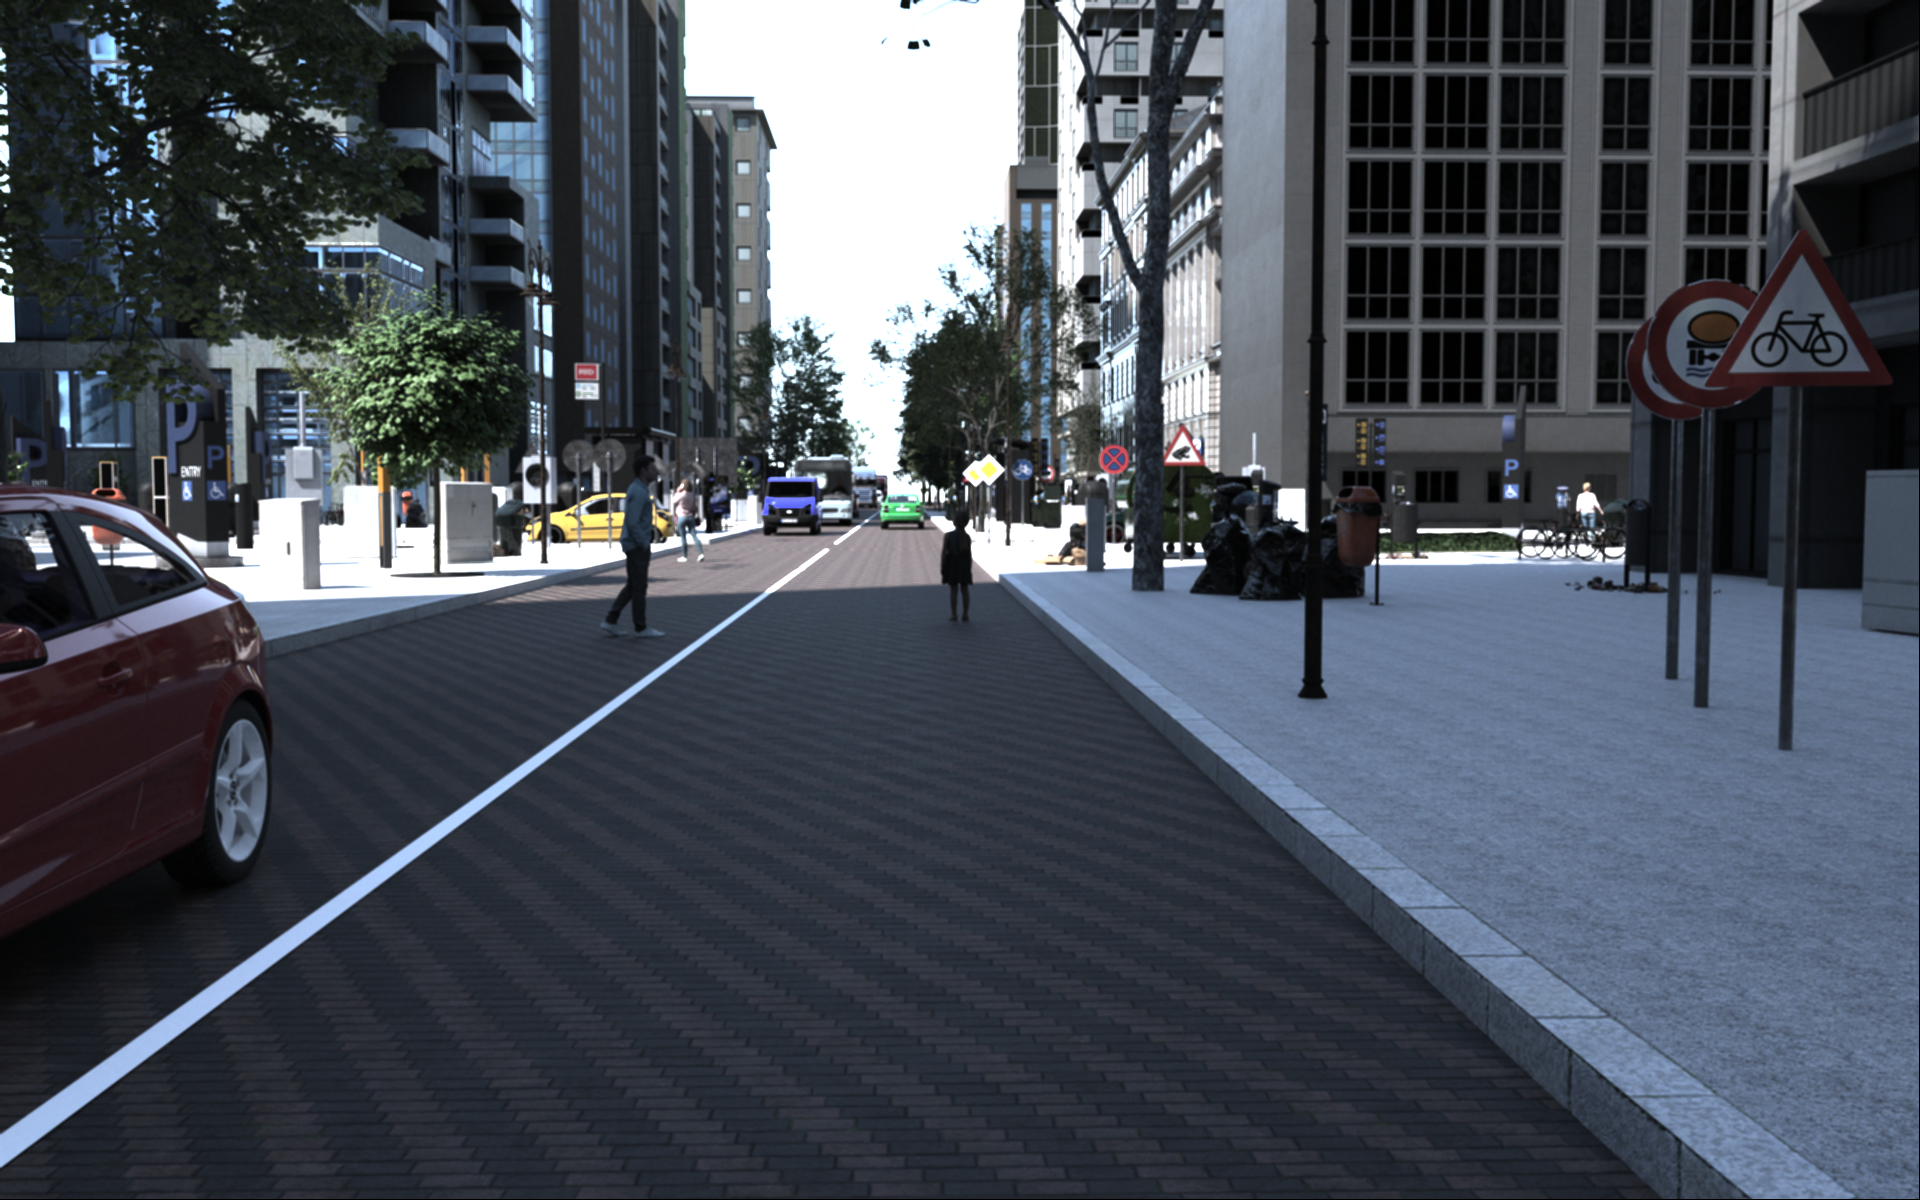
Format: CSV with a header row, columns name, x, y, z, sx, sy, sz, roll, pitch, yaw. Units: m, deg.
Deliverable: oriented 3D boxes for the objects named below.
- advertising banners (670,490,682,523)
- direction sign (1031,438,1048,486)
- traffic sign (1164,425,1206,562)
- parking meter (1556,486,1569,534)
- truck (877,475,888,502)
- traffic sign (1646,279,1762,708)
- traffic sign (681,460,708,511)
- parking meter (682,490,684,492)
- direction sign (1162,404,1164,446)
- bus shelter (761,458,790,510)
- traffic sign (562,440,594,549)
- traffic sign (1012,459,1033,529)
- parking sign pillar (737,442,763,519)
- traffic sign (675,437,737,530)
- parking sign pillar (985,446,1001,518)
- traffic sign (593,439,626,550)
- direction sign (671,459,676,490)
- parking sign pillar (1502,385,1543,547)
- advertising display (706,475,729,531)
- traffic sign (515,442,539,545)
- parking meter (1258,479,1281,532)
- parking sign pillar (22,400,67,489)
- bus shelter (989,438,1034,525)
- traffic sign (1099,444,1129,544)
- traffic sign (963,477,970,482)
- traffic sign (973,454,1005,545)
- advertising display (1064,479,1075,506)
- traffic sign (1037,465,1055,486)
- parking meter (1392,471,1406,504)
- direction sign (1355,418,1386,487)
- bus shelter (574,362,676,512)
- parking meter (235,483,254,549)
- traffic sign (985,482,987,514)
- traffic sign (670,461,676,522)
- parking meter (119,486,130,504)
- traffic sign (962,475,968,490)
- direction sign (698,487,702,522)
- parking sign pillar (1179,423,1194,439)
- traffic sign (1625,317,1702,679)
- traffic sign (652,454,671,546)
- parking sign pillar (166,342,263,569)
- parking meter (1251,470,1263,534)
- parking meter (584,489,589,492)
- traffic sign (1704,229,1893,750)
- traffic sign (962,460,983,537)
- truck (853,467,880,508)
name,x,y,z,sx,sy,sz,roll,pitch,yaw
advertising banners,-11.308,-4.470,69.275,2.074,3.025,0.090,2,4,35
direction sign,3.233,-4.800,70.485,0.876,3.537,0.379,-3,4,-38
traffic sign,4.170,-1.991,32.559,0.884,2.594,0.081,0,4,-1
parking meter,19.497,-2.915,56.074,0.372,1.533,0.369,0,3,0
truck,-11.808,-16.053,251.387,2.839,4.237,11.283,0,4,0
traffic sign,4.470,-0.628,10.366,0.768,2.556,0.104,0,4,5
traffic sign,-7.827,-2.898,51.025,0.795,2.450,0.064,0,4,-2
parking meter,-13.192,-4.749,83.360,0.399,1.863,0.255,1,4,20
direction sign,4.759,-3.128,43.146,0.876,3.537,0.379,-3,5,-41
bus shelter,-12.439,-7.631,116.055,1.731,3.624,6.357,0,4,-2
traffic sign,-8.947,-2.479,40.635,0.768,2.556,0.104,0,4,2
traffic sign,2.291,-3.857,63.165,0.768,2.556,0.104,0,4,-2
parking sign pillar,-10.659,-6.060,87.556,1.447,3.967,1.447,-2,4,-24
traffic sign,-9.093,-4.172,62.079,2.265,3.308,0.079,0,4,7
parking sign pillar,1.994,-6.405,93.186,1.447,3.967,1.447,-1,4,-11
traffic sign,-8.054,-2.428,39.799,0.768,2.556,0.104,0,4,4
direction sign,-18.818,-7.392,112.851,0.379,3.537,0.876,3,5,43
parking sign pillar,13.582,-3.302,42.464,1.447,3.967,1.447,1,4,23
advertising display,-8.401,-3.345,59.911,0.123,1.923,0.974,3,4,38
traffic sign,-10.746,-2.662,43.528,0.884,2.594,0.081,0,4,-1
parking meter,5.188,-1.261,29.035,0.372,1.533,0.369,0,3,0
parking sign pillar,-26.258,-3.785,50.352,1.447,3.967,1.447,-2,4,-24
bus shelter,2.227,-5.148,75.460,1.731,3.624,6.357,0,4,-2
traffic sign,3.943,-2.704,44.322,0.768,2.556,0.104,0,4,8
traffic sign,0.570,-4.520,73.902,0.884,2.594,0.081,0,4,3
traffic sign,0.724,-2.425,43.294,0.795,2.450,0.064,0,4,-2
advertising display,4.591,-4.124,72.644,0.123,1.923,0.974,-1,4,-15
traffic sign,3.723,-4.586,75.089,0.768,2.556,0.104,0,4,5
parking meter,11.138,-2.342,44.008,0.255,1.863,0.399,0,4,-2
direction sign,12.253,-3.654,51.748,0.876,3.537,0.379,0,4,5
bus shelter,-10.757,-4.769,55.598,2.179,5.291,8.768,0,4,-2
parking meter,-16.690,-1.956,40.392,0.372,1.533,0.369,0,3,0
traffic sign,1.372,-5.790,94.773,0.768,2.556,0.104,0,4,0
traffic sign,-10.878,-4.024,65.897,0.768,2.556,0.104,0,4,8
parking meter,-25.264,-2.683,52.283,0.372,1.533,0.369,0,3,0
traffic sign,0.494,-6.571,107.535,0.768,2.556,0.104,0,4,1
direction sign,-12.170,-5.412,80.478,0.876,3.537,0.379,-3,5,-45
parking sign pillar,8.464,-4.679,64.975,1.447,3.967,1.447,-1,4,-22
traffic sign,4.940,-0.724,11.945,0.768,2.556,0.104,0,4,1
traffic sign,-7.566,-2.410,43.045,0.795,2.450,0.064,0,4,-2
parking sign pillar,-13.356,-2.560,30.326,1.447,3.967,1.447,3,5,39
parking meter,7.174,-2.212,41.877,0.255,1.863,0.399,1,4,17
parking meter,-19.571,-5.028,90.621,0.372,1.533,0.369,0,3,0
traffic sign,4.141,-0.527,8.617,0.884,2.594,0.081,0,4,7
traffic sign,0.464,-2.913,51.275,0.795,2.450,0.064,0,4,-2
truck,-9.753,-11.538,178.401,2.967,4.110,18.799,0,4,-3
